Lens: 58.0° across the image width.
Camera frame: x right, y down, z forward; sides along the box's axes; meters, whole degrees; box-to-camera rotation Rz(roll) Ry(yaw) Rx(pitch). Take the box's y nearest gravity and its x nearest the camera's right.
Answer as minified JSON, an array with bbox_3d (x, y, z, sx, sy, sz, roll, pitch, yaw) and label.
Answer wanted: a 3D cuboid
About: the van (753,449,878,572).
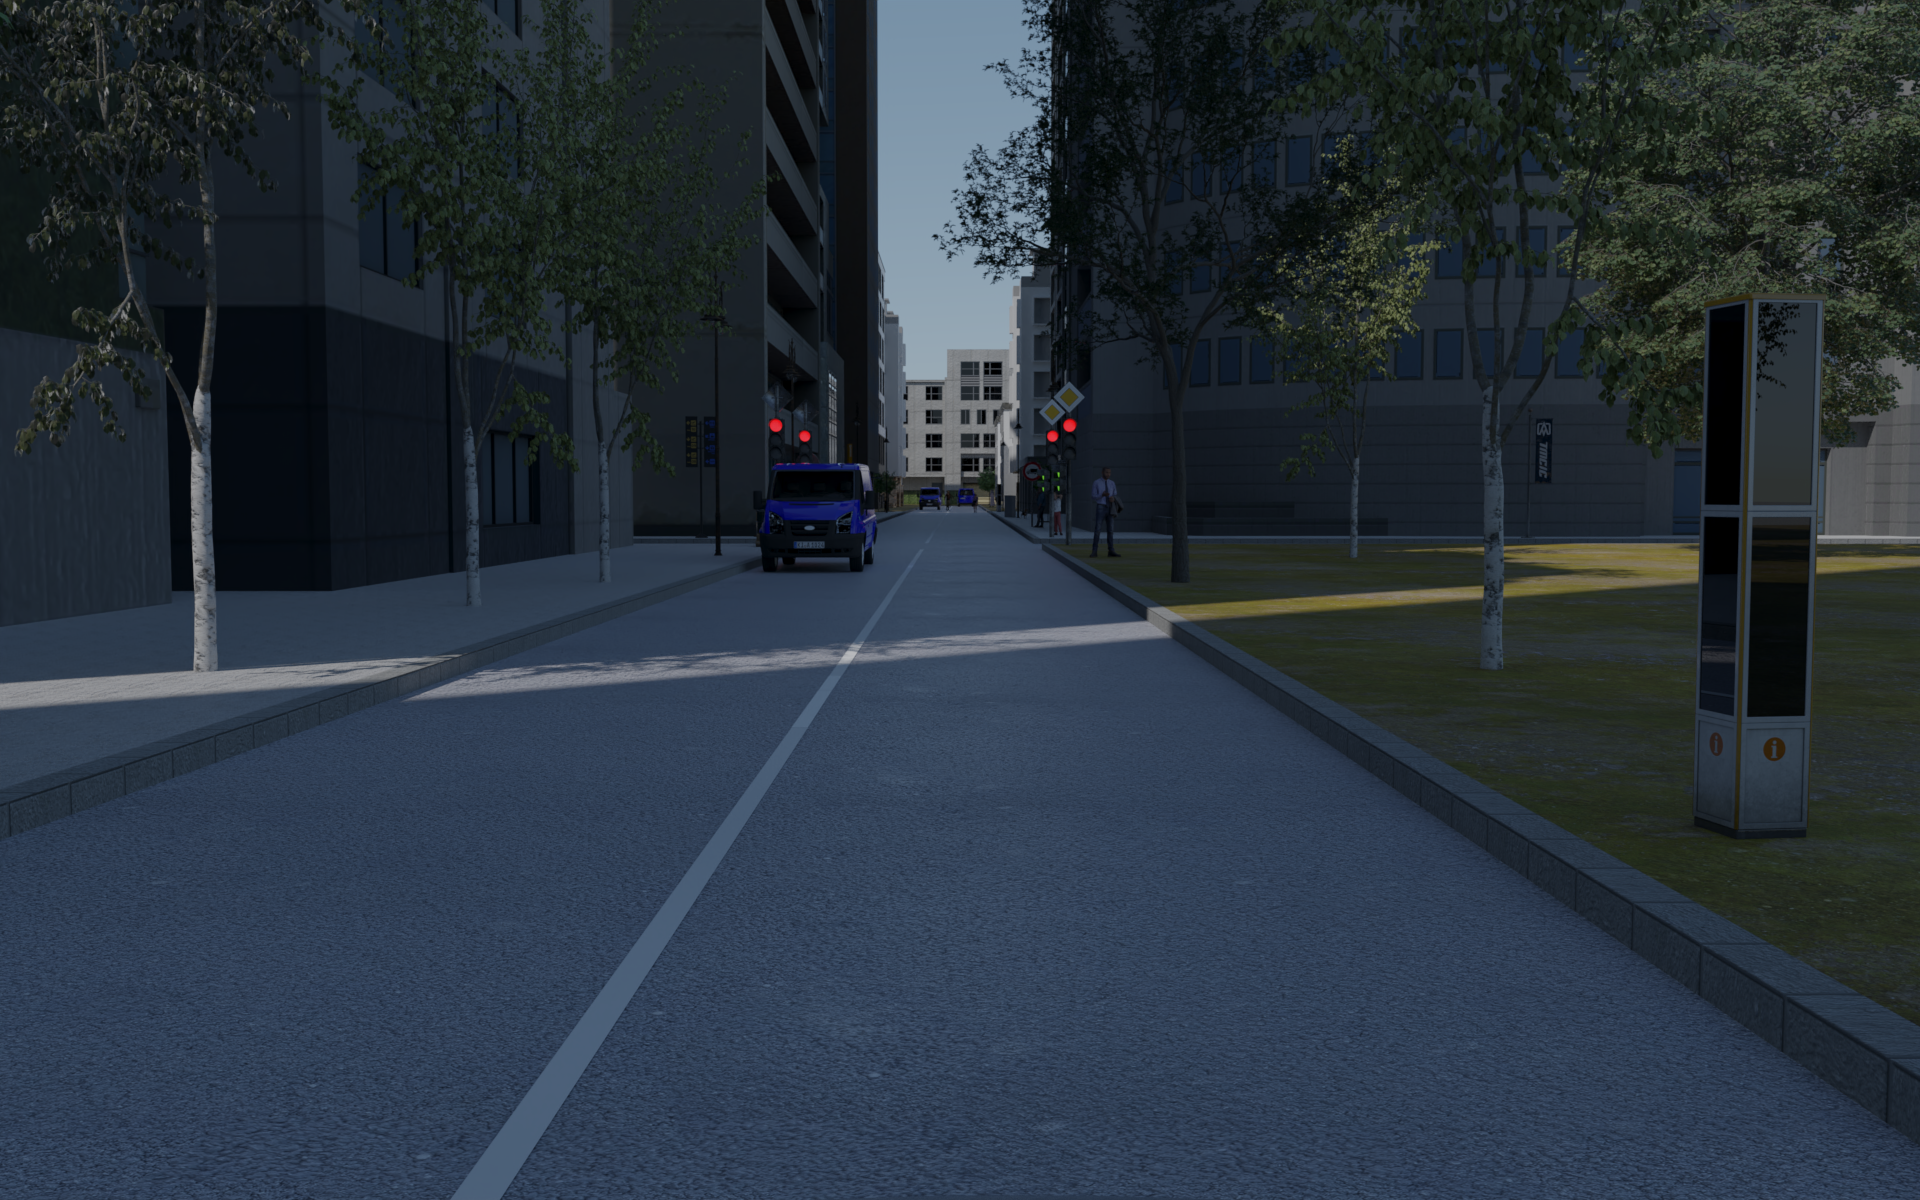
[{"bbox_3d":[-2.700,-1.791,33.673,2.240,2.365,5.245,0,4,0],"label":"van"}]

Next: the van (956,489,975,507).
[{"bbox_3d":[0.669,-11.688,195.477,2.240,2.365,5.245,0,4,-1],"label":"van"}]

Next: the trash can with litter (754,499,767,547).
[{"bbox_3d":[-4.712,-1.891,42.312,0.624,1.170,1.055,0,4,-2],"label":"trash can with litter"}]

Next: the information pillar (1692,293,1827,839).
[{"bbox_3d":[3.003,-0.125,6.529,0.304,2.012,0.304,0,4,-8],"label":"information pillar"}]

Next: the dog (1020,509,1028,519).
[{"bbox_3d":[3.334,-4.464,89.821,0.540,0.507,0.406,2,4,26],"label":"dog"}]

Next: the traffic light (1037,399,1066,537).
[{"bbox_3d":[2.701,-3.812,51.240,0.839,4.253,0.868,0,3,0],"label":"traffic light"}]

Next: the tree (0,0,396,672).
[{"bbox_3d":[-5.702,-3.786,12.270,4.360,8.622,3.978,0,3,0],"label":"tree"}]

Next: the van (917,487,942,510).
[{"bbox_3d":[-2.711,-9.301,156.448,2.240,2.365,5.245,0,4,0],"label":"van"}]

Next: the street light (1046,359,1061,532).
[{"bbox_3d":[3.174,-5.271,58.964,0.468,5.910,1.993,0,3,0],"label":"street light"}]

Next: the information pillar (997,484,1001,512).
[{"bbox_3d":[2.805,-7.343,124.546,0.304,2.012,0.304,-1,4,-12],"label":"information pillar"}]

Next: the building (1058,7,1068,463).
[{"bbox_3d":[16.987,-28.679,88.503,23.786,49.044,30.456,0,3,0],"label":"building"}]

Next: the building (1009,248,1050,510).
[{"bbox_3d":[12.015,-17.272,138.814,16.016,20.091,11.380,0,3,0],"label":"building"}]

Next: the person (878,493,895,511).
[{"bbox_3d":[-5.599,-7.717,132.356,1.348,1.807,0.705,-1,4,-17],"label":"person"}]

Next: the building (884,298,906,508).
[{"bbox_3d":[-13.487,-18.889,165.258,16.016,20.091,11.380,0,3,0],"label":"building"}]

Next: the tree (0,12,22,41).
[{"bbox_3d":[-5.058,-1.366,6.051,4.285,4.588,4.351,0,3,0],"label":"tree"}]

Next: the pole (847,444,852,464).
[{"bbox_3d":[-4.492,-4.691,70.548,0.158,3.312,0.155,0,3,0],"label":"pole"}]

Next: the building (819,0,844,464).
[{"bbox_3d":[-16.770,-47.330,86.524,22.319,86.520,31.000,0,3,0],"label":"building"}]

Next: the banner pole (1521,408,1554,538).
[{"bbox_3d":[16.809,-3.694,50.414,0.863,3.779,0.401,1,4,16],"label":"banner pole"}]

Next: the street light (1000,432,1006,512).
[{"bbox_3d":[3.138,-9.373,126.036,0.468,5.910,1.993,0,3,0],"label":"street light"}]

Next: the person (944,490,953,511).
[{"bbox_3d":[-0.988,-8.654,150.514,0.721,1.766,1.217,3,4,37],"label":"person"}]

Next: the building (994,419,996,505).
[{"bbox_3d":[8.518,-14.991,187.249,9.099,9.664,28.070,0,3,0],"label":"building"}]

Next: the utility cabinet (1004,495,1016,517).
[{"bbox_3d":[2.782,-5.186,95.945,0.306,1.237,1.020,-1,4,-20],"label":"utility cabinet"}]

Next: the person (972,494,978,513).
[{"bbox_3d":[1.186,-7.427,133.171,0.421,1.427,0.697,-1,4,-9],"label":"person"}]

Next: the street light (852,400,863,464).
[{"bbox_3d":[-5.037,-6.869,85.093,0.468,5.910,1.993,0,3,0],"label":"street light"}]

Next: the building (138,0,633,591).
[{"bbox_3d":[-18.460,-36.247,30.886,20.611,71.187,20.563,0,3,0],"label":"building"}]

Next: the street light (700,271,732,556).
[{"bbox_3d":[-5.039,-3.861,35.916,0.468,5.910,1.993,0,3,0],"label":"street light"}]

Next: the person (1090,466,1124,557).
[{"bbox_3d":[2.975,-1.776,34.955,0.709,1.838,0.599,-1,4,-23],"label":"person"}]

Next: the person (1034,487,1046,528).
[{"bbox_3d":[3.050,-3.514,65.705,0.429,1.552,0.499,2,4,26],"label":"person"}]

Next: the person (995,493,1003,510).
[{"bbox_3d":[2.991,-7.548,132.637,0.628,1.438,0.799,0,4,5],"label":"person"}]

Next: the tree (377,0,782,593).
[{"bbox_3d":[-4.936,-4.563,24.961,4.737,8.622,4.395,0,3,0],"label":"tree"}]

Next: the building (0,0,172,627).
[{"bbox_3d":[-16.269,-14.731,12.552,14.160,30.474,14.107,0,3,0],"label":"building"}]

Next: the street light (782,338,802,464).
[{"bbox_3d":[-4.974,-4.812,51.470,0.468,5.910,1.993,0,3,0],"label":"street light"}]

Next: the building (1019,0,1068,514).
[{"bbox_3d":[14.571,-41.376,114.750,20.563,71.187,20.611,0,3,0],"label":"building"}]

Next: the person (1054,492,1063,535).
[{"bbox_3d":[3.020,-2.687,53.891,0.435,1.345,0.340,1,4,17],"label":"person"}]

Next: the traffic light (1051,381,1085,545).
[{"bbox_3d":[2.700,-3.323,43.255,0.839,4.253,0.868,0,3,0],"label":"traffic light"}]

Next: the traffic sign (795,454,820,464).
[{"bbox_3d":[-4.669,-3.230,52.921,0.768,2.556,0.104,1,4,9],"label":"traffic sign"}]

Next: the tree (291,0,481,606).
[{"bbox_3d":[-5.356,-4.233,19.574,4.737,8.622,4.395,0,3,0],"label":"tree"}]

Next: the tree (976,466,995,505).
[{"bbox_3d":[3.398,-13.472,203.984,4.285,4.588,4.351,0,3,0],"label":"tree"}]

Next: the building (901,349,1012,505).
[{"bbox_3d":[-1.579,-21.616,219.883,31.486,18.905,16.747,0,3,0],"label":"building"}]

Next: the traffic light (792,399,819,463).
[{"bbox_3d":[-4.540,-3.811,51.226,0.839,4.253,0.868,0,3,0],"label":"traffic light"}]

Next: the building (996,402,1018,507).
[{"bbox_3d":[8.437,-13.252,158.823,9.099,9.664,28.070,0,3,0],"label":"building"}]

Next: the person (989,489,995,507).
[{"bbox_3d":[3.143,-10.026,170.640,0.621,1.740,0.551,1,4,16],"label":"person"}]

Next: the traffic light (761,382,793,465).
[{"bbox_3d":[-4.542,-3.322,43.241,0.839,4.253,0.868,0,3,0],"label":"traffic light"}]

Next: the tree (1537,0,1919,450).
[{"bbox_3d":[16.719,-7.914,36.044,9.857,13.997,8.962,0,3,0],"label":"tree"}]

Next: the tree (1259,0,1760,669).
[{"bbox_3d":[3.816,-3.786,12.259,4.737,8.622,4.395,0,3,0],"label":"tree"}]

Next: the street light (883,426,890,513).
[{"bbox_3d":[-5.018,-8.900,118.310,0.468,5.910,1.993,0,3,0],"label":"street light"}]

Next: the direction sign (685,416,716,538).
[{"bbox_3d":[-7.555,-3.580,50.529,0.876,3.537,0.379,-1,4,-13],"label":"direction sign"}]

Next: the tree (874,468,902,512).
[{"bbox_3d":[-5.332,-7.981,125.091,1.663,3.219,1.824,0,3,0],"label":"tree"}]

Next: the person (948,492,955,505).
[{"bbox_3d":[-1.191,-11.004,189.237,1.217,1.723,0.721,1,4,10],"label":"person"}]

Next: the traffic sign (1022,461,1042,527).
[{"bbox_3d":[2.825,-4.137,67.752,0.768,2.556,0.104,0,4,4],"label":"traffic sign"}]

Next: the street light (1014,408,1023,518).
[{"bbox_3d":[3.123,-7.349,92.938,0.468,5.910,1.993,0,3,0],"label":"street light"}]

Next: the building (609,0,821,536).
[{"bbox_3d":[-16.532,-26.772,61.432,21.300,48.544,21.600,0,3,0],"label":"building"}]

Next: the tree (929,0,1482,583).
[{"bbox_3d":[3.366,-5.551,25.166,8.767,10.594,7.601,2,4,23],"label":"tree"}]

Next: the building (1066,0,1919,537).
[{"bbox_3d":[18.429,-31.724,60.692,28.212,58.520,21.231,0,3,0],"label":"building"}]

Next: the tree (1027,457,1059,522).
[{"bbox_3d":[4.002,-5.145,78.720,1.663,3.219,1.824,0,3,0],"label":"tree"}]

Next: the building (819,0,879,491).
[{"bbox_3d":[-12.479,-28.178,110.818,14.600,45.320,14.200,0,3,0],"label":"building"}]

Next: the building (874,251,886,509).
[{"bbox_3d":[-20.790,-18.301,143.195,27.936,21.610,32.646,0,3,0],"label":"building"}]
